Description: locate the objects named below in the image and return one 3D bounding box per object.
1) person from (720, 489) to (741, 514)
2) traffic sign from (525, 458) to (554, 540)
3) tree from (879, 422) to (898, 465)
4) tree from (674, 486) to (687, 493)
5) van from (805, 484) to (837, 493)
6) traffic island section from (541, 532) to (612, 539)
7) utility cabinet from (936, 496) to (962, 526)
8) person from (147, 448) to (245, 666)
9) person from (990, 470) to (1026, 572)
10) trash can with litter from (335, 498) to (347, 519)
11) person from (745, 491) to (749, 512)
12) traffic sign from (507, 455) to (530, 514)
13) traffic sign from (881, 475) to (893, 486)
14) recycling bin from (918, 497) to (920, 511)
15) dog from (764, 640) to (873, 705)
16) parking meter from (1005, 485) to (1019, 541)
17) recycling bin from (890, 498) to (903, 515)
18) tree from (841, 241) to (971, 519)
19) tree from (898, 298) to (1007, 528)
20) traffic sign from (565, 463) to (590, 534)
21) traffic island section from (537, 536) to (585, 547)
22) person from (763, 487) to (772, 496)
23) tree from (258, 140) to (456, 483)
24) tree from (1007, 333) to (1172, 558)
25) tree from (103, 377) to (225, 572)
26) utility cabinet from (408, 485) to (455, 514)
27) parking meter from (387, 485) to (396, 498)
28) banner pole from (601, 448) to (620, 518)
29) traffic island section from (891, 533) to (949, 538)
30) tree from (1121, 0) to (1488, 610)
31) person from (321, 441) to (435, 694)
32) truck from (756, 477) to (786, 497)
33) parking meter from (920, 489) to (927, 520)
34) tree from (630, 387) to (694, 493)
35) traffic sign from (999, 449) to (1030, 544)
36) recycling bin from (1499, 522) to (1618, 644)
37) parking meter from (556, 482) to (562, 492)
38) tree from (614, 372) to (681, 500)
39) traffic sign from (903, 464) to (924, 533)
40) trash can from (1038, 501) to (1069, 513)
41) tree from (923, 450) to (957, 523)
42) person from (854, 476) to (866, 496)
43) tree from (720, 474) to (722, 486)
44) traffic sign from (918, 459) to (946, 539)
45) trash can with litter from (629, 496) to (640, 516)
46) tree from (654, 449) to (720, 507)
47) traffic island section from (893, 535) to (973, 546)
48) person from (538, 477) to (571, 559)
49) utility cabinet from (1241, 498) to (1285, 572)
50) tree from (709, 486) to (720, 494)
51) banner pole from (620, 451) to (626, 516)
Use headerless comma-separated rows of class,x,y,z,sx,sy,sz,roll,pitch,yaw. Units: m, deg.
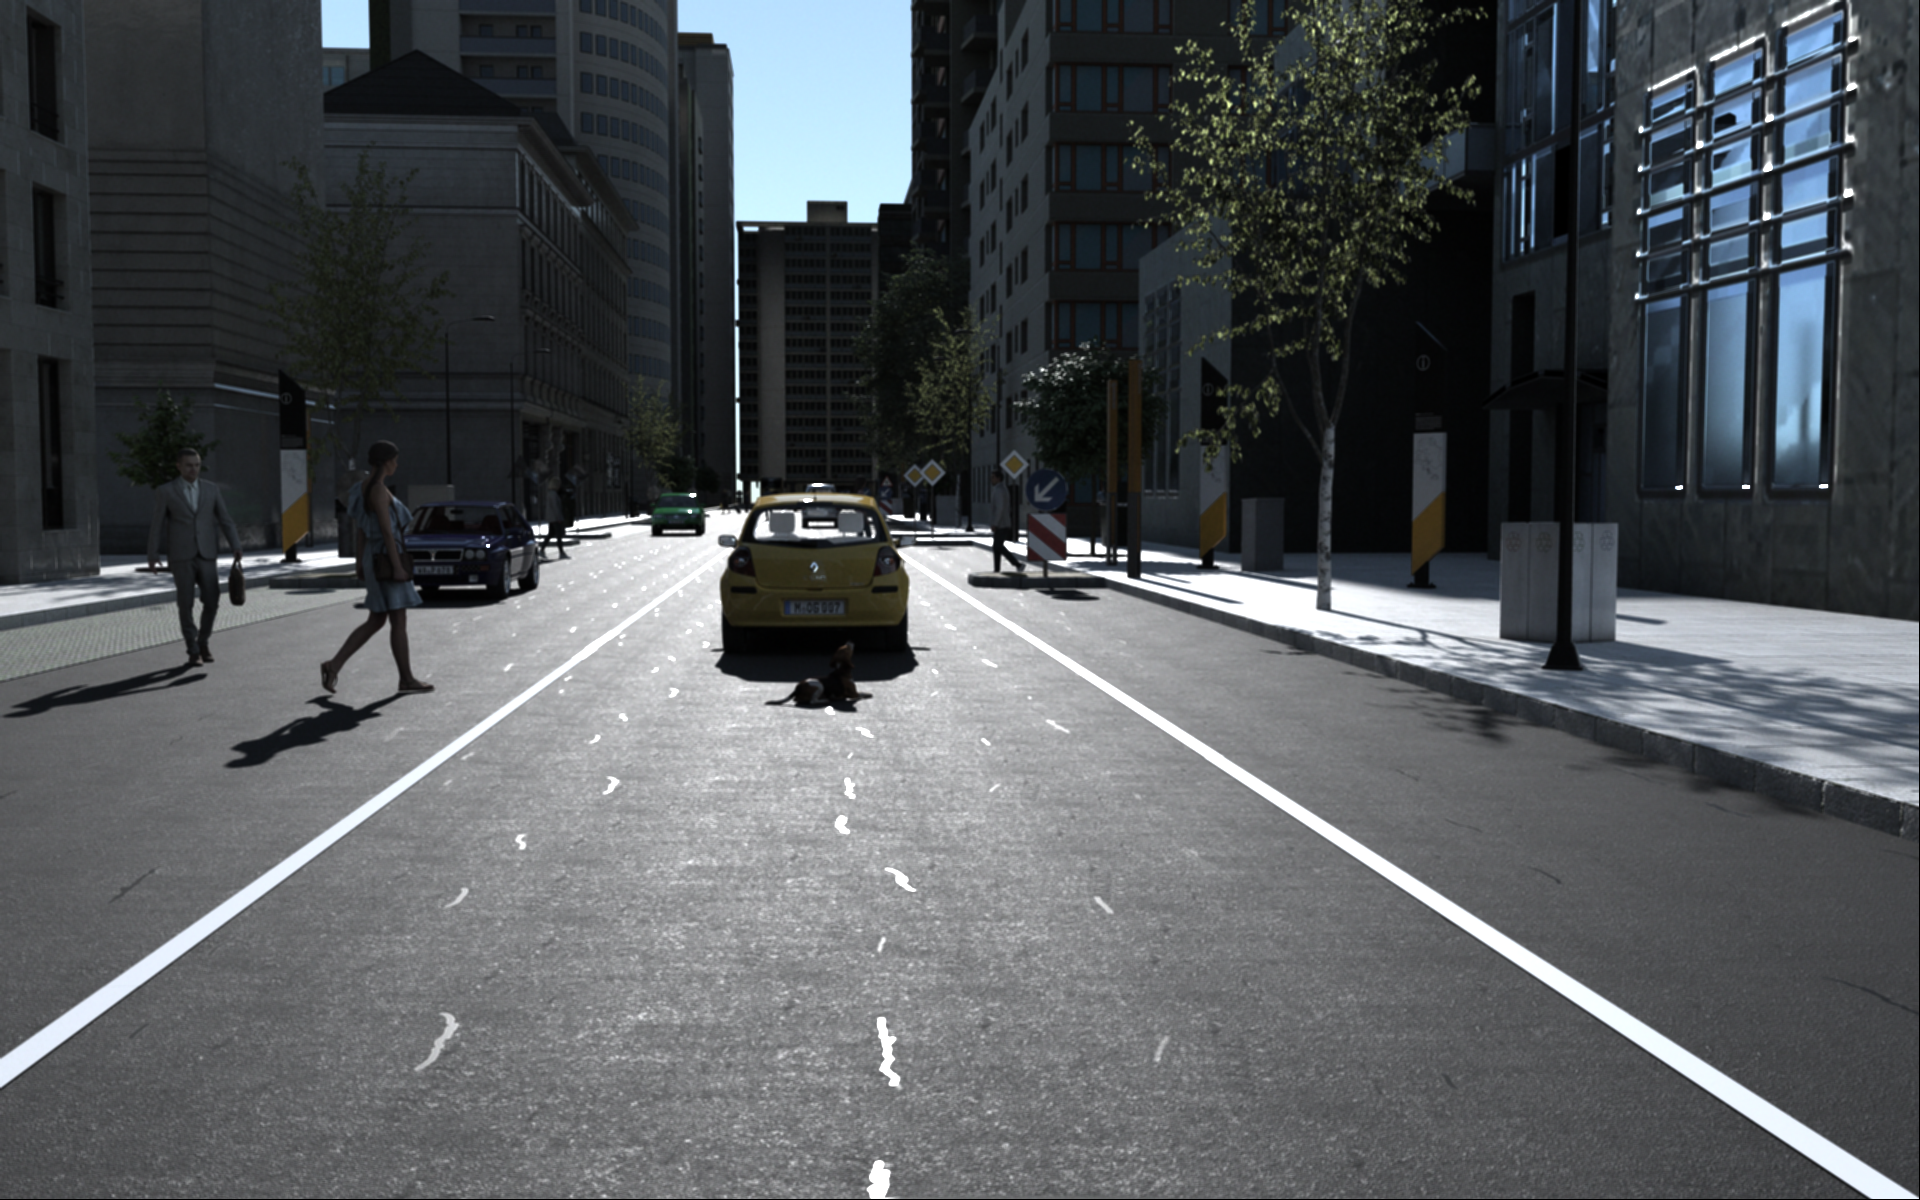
person,-16.837,-7.218,126.730,1.509,1.804,0.699,1,4,12
traffic sign,-11.688,-2.721,48.123,0.795,2.450,0.064,0,4,-5
tree,-4.163,-10.755,126.214,4.360,8.622,3.978,0,3,0
tree,-22.356,-8.803,138.524,1.663,3.219,1.824,0,3,0
van,-6.108,-4.227,76.126,2.013,2.044,4.112,0,4,-4
traffic island section,-12.413,-2.071,56.137,2.009,0.180,2.903,0,4,-5
utility cabinet,-0.444,-3.585,69.770,1.020,1.237,0.306,2,4,26
person,-6.395,-0.360,14.503,0.709,1.813,0.853,-3,5,-41
person,0.760,-1.279,29.265,0.795,1.843,0.661,1,4,15
trash can with litter,-20.050,-2.759,56.503,0.624,1.170,1.055,1,4,20
person,-16.844,-7.806,137.052,0.530,1.710,0.541,1,4,19
traffic sign,-14.495,-3.495,57.139,0.884,2.594,0.081,0,4,0
traffic sign,-5.003,-7.250,118.536,0.884,2.594,0.081,0,4,-1
recycling bin,-2.691,-7.265,131.337,0.722,1.027,0.722,-2,4,-32
dog,-0.981,0.500,12.025,0.748,0.427,0.550,0,4,-2
parking meter,1.419,-2.368,47.122,0.372,1.533,0.369,0,3,0
recycling bin,-3.884,-5.711,105.921,0.722,1.027,0.722,-1,4,-13
tree,-1.153,-11.128,88.592,9.857,13.997,8.962,0,3,0
tree,-0.127,-7.048,65.602,4.360,8.622,3.978,0,3,0
traffic sign,-12.390,-3.207,56.077,0.795,2.450,0.064,0,4,-5
traffic island section,-11.711,-1.584,48.183,2.009,0.180,2.903,0,4,-5
person,-10.219,-5.122,92.425,0.721,1.800,0.419,-1,4,-16
tree,-12.936,-5.291,36.873,4.737,8.622,4.395,0,3,0
tree,2.658,-3.169,35.533,4.285,4.588,4.351,0,3,0
tree,-13.282,-2.099,28.916,1.663,3.219,1.824,0,3,0
utility cabinet,-13.196,-2.116,43.277,1.173,1.500,0.318,1,4,19
parking meter,-15.212,-2.307,46.128,0.372,1.533,0.369,0,3,0
banner pole,-19.041,-6.337,93.625,0.401,3.779,0.863,3,5,43
traffic island section,-1.464,-2.129,57.095,2.009,0.180,2.903,0,4,-5
tree,4.001,-4.211,19.216,4.360,8.622,3.978,0,3,0
person,-4.147,-0.230,12.354,0.778,1.811,0.616,-2,4,-29
truck,-22.083,-12.669,203.070,3.469,3.379,9.791,0,4,-5
parking meter,-1.779,-4.634,84.185,0.372,1.533,0.369,0,3,0
tree,-20.257,-10.249,117.939,4.737,8.622,4.395,0,3,0
traffic sign,1.391,-2.646,44.448,0.795,2.450,0.064,0,4,-1
recycling bin,5.263,-0.164,15.241,0.722,1.027,0.722,-2,4,-29
parking meter,-16.591,-4.017,71.393,0.255,1.863,0.399,1,4,21
tree,-18.722,-9.419,104.357,4.360,8.622,3.978,0,3,0
traffic sign,-1.487,-3.264,57.016,0.795,2.450,0.064,0,4,-5
trash can,2.034,-1.621,38.153,0.748,1.137,0.748,0,3,0
tree,-0.874,-4.988,76.150,1.663,3.219,1.824,0,3,0
person,-2.079,-1.749,37.106,0.388,1.821,0.555,-2,4,-30
tree,-26.373,-11.941,178.955,4.285,4.588,4.351,0,3,0
traffic sign,-0.784,-2.778,49.062,0.795,2.450,0.064,0,4,-5
trash can with litter,-18.659,-5.401,99.691,0.624,1.170,1.055,-2,4,-30
tree,-20.622,-8.678,125.596,4.285,4.588,4.351,0,3,0
traffic island section,-0.762,-1.643,49.141,2.009,0.180,2.903,0,4,-5
person,-8.995,-1.813,38.323,0.728,1.800,0.709,-1,4,-17
utility cabinet,5.076,-1.095,29.063,0.306,1.237,1.020,3,4,37
tree,-26.341,-11.666,185.344,1.663,3.219,1.824,0,3,0
banner pole,-19.980,-6.826,101.628,0.863,3.779,0.401,-1,4,-8
